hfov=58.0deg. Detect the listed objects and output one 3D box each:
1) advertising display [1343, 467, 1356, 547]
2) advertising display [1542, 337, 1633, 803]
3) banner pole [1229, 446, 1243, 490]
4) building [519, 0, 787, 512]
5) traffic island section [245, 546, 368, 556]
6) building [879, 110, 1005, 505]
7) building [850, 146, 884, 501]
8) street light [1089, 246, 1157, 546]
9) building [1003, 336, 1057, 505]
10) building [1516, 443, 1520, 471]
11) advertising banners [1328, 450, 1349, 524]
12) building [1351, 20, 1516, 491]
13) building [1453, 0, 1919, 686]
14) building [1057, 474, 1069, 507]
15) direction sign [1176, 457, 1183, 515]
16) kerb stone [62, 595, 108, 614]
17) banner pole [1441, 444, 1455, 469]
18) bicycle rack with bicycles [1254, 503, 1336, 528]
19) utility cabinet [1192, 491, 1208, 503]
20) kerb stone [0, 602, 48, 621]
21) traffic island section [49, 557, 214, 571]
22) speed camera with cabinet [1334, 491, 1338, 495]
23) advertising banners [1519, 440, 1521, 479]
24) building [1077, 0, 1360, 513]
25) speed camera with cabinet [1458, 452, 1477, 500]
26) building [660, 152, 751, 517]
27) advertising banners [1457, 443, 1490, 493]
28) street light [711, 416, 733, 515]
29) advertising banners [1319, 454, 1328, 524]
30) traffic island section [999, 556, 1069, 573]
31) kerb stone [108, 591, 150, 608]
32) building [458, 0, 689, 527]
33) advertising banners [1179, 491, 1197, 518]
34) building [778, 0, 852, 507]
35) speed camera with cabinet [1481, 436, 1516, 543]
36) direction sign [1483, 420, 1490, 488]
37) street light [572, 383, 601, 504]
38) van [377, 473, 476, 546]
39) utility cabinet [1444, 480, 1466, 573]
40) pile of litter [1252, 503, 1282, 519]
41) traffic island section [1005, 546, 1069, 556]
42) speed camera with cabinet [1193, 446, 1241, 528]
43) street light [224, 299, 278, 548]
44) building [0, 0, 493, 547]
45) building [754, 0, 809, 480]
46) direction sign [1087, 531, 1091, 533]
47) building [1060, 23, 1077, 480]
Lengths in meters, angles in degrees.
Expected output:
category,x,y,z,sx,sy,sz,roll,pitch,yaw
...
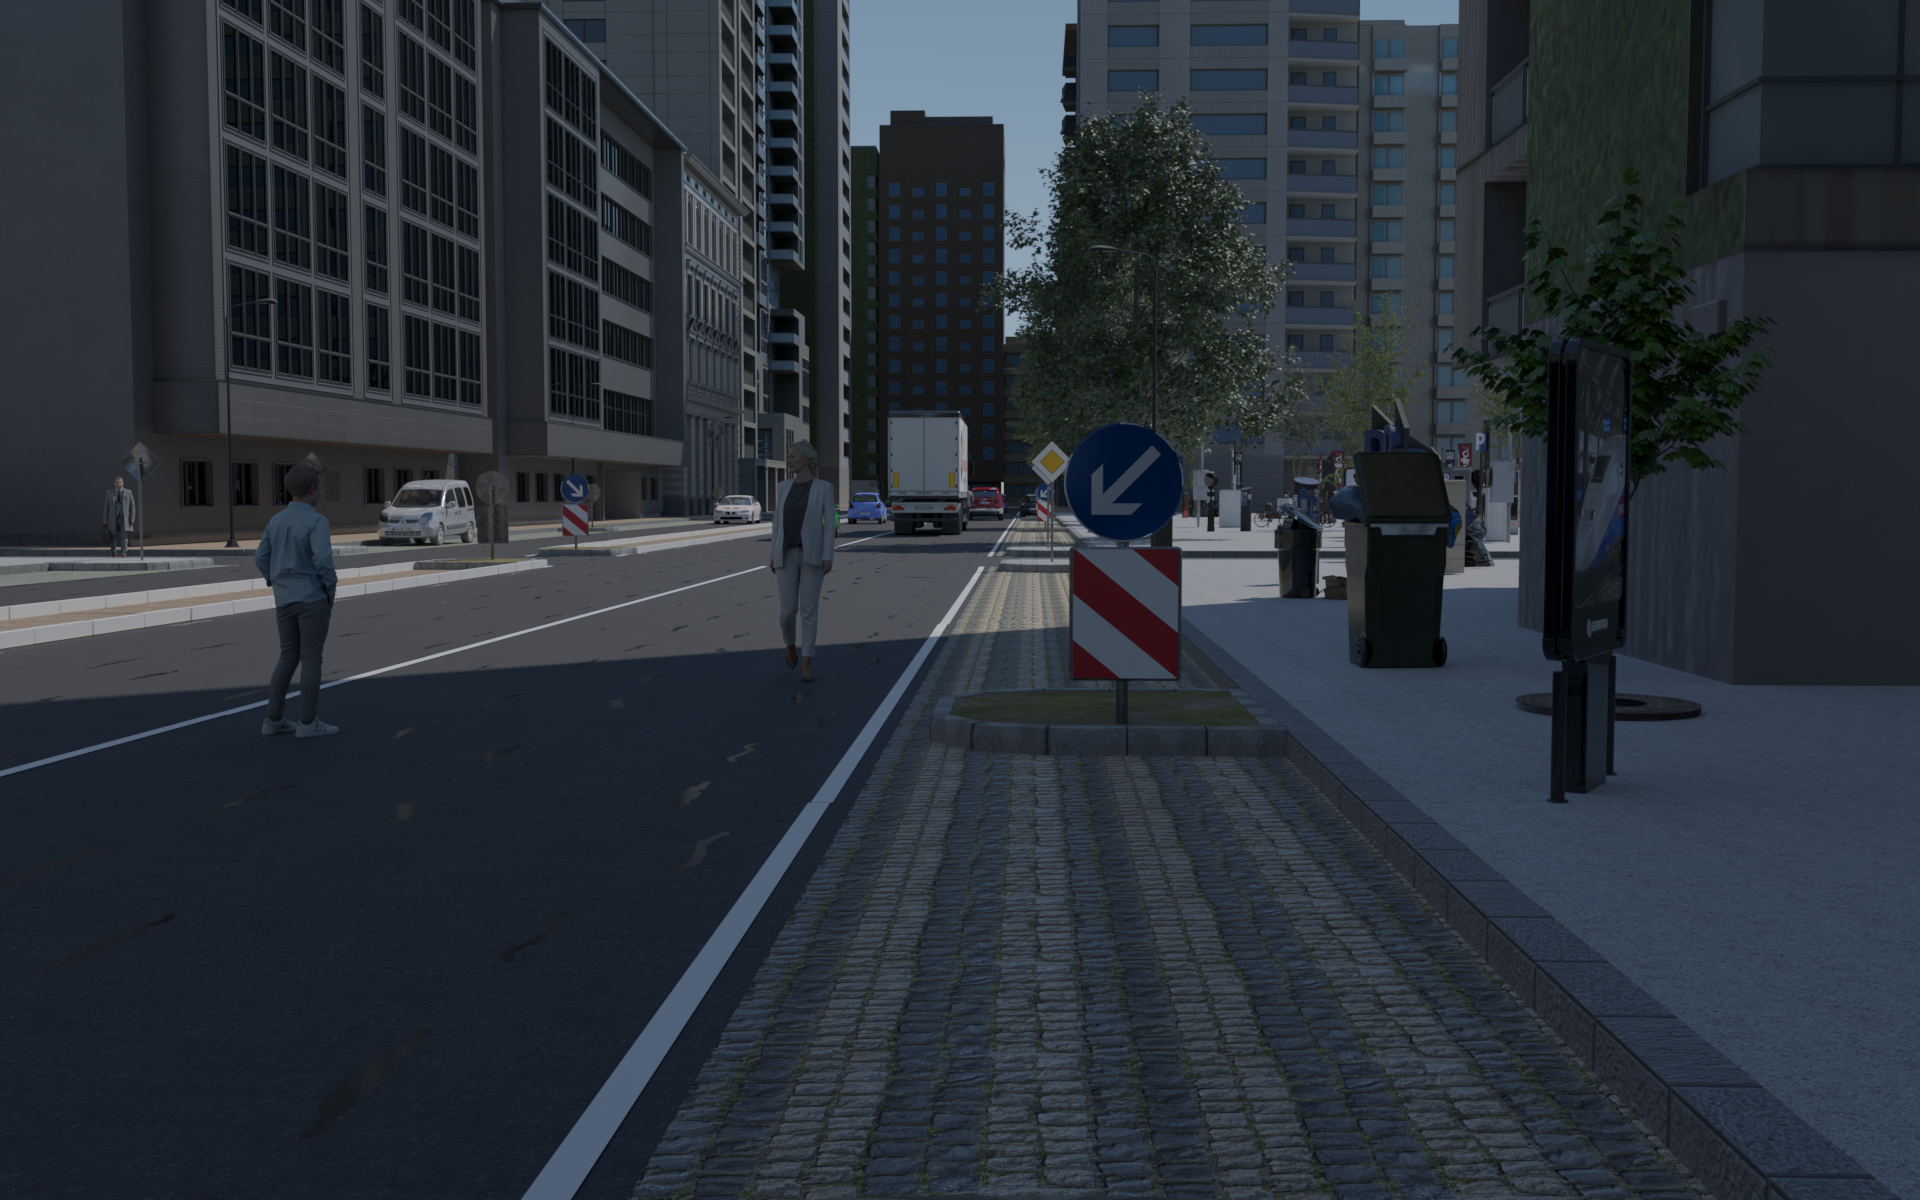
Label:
category,x,y,z,sx,sy,sz,roll,pitch,yaw
advertising display,9.797,-2.254,42.074,0.974,1.923,0.123,0,4,-2
advertising display,2.729,-0.141,7.523,0.123,1.923,0.974,2,4,34
banner pole,14.163,-6.076,89.353,0.863,3.779,0.401,0,4,6
building,-23.616,-42.055,125.855,20.563,71.187,20.611,0,4,2
traffic island section,-15.489,-1.171,41.430,2.009,0.180,2.903,0,4,2
building,-1.824,-33.958,205.329,14.200,45.320,14.600,0,4,2
building,-16.164,-31.982,206.499,14.086,41.232,14.154,0,4,2
street light,3.109,-3.670,32.539,1.470,5.913,1.316,0,4,2
building,20.024,-22.494,212.809,28.899,21.520,27.650,0,4,2
building,68.290,-45.258,178.213,20.611,71.187,20.563,0,4,2
advertising banners,15.909,-4.474,69.332,2.074,3.025,0.090,1,4,17
building,41.913,-34.175,178.371,30.456,49.044,23.786,0,4,2
building,12.481,-20.386,16.911,14.154,41.232,14.086,0,4,2
building,17.330,-25.208,183.859,14.160,30.474,14.107,0,4,2
direction sign,13.025,-6.902,104.843,0.876,3.537,0.379,1,4,13
kerb stone,-10.779,0.063,21.183,0.120,0.150,1.000,0,4,2
banner pole,24.077,-5.852,85.701,0.863,3.779,0.401,2,4,34
bicycle rack with bicycles,13.138,-3.256,66.624,2.925,0.926,2.852,3,4,37
utility cabinet,15.352,-6.241,110.719,1.173,1.500,0.318,-3,4,-38
kerb stone,-10.819,0.124,20.162,0.120,0.150,1.000,0,4,2
traffic island section,-15.819,-0.683,33.452,2.009,0.180,2.903,0,4,2
speed camera with cabinet,21.390,-6.224,96.106,2.038,3.252,0.660,1,4,16
advertising banners,10.690,-2.139,31.153,2.074,3.025,0.090,-2,4,-30
building,19.404,-36.088,132.035,21.231,58.520,28.212,0,4,2
speed camera with cabinet,24.196,-5.362,82.012,2.038,3.252,0.660,-1,4,-8
building,-19.921,-16.977,106.458,11.050,23.489,19.941,0,4,2
advertising banners,17.945,-3.846,59.071,2.074,3.025,0.090,3,4,38
street light,-14.279,-8.023,103.719,1.470,5.913,1.316,0,4,2
advertising banners,15.670,-4.790,74.501,0.090,3.025,2.074,0,3,0
traffic island section,1.757,-0.639,32.722,2.009,0.180,2.903,0,4,2
kerb stone,-10.736,0.002,22.204,0.120,0.150,1.000,0,4,2
building,-22.653,-16.036,81.251,14.314,24.678,30.058,0,4,2
advertising banners,12.169,-5.938,93.271,2.074,3.025,0.090,-3,5,-42
building,-25.893,-39.142,181.971,28.212,58.520,21.231,0,4,2
speed camera with cabinet,14.442,-3.192,46.519,0.660,3.252,2.038,1,4,9
direction sign,16.142,-3.742,53.171,0.379,3.537,0.876,0,4,6
street light,-15.709,-6.122,72.643,1.470,5.913,1.316,0,4,2
van,-15.067,-2.567,48.988,2.013,2.044,4.112,0,4,2
utility cabinet,7.461,-1.158,27.608,1.173,1.500,0.318,-1,4,-19
pile of litter,16.156,-4.712,91.007,1.719,0.858,1.176,1,4,19
traffic island section,2.087,-1.127,40.700,2.009,0.180,2.903,0,4,2
speed camera with cabinet,10.033,-4.423,66.644,2.038,3.252,0.660,2,4,27
street light,-16.939,-4.211,41.389,1.470,5.913,1.316,0,4,2
building,-25.019,-15.896,53.414,14.314,27.812,24.014,0,4,2
building,-24.455,-51.286,151.201,22.319,86.520,31.000,0,4,2
direction sign,4.429,-4.017,57.673,0.379,3.537,0.876,-1,4,-20
building,20.449,-30.975,161.071,22.147,44.769,28.867,0,4,2
